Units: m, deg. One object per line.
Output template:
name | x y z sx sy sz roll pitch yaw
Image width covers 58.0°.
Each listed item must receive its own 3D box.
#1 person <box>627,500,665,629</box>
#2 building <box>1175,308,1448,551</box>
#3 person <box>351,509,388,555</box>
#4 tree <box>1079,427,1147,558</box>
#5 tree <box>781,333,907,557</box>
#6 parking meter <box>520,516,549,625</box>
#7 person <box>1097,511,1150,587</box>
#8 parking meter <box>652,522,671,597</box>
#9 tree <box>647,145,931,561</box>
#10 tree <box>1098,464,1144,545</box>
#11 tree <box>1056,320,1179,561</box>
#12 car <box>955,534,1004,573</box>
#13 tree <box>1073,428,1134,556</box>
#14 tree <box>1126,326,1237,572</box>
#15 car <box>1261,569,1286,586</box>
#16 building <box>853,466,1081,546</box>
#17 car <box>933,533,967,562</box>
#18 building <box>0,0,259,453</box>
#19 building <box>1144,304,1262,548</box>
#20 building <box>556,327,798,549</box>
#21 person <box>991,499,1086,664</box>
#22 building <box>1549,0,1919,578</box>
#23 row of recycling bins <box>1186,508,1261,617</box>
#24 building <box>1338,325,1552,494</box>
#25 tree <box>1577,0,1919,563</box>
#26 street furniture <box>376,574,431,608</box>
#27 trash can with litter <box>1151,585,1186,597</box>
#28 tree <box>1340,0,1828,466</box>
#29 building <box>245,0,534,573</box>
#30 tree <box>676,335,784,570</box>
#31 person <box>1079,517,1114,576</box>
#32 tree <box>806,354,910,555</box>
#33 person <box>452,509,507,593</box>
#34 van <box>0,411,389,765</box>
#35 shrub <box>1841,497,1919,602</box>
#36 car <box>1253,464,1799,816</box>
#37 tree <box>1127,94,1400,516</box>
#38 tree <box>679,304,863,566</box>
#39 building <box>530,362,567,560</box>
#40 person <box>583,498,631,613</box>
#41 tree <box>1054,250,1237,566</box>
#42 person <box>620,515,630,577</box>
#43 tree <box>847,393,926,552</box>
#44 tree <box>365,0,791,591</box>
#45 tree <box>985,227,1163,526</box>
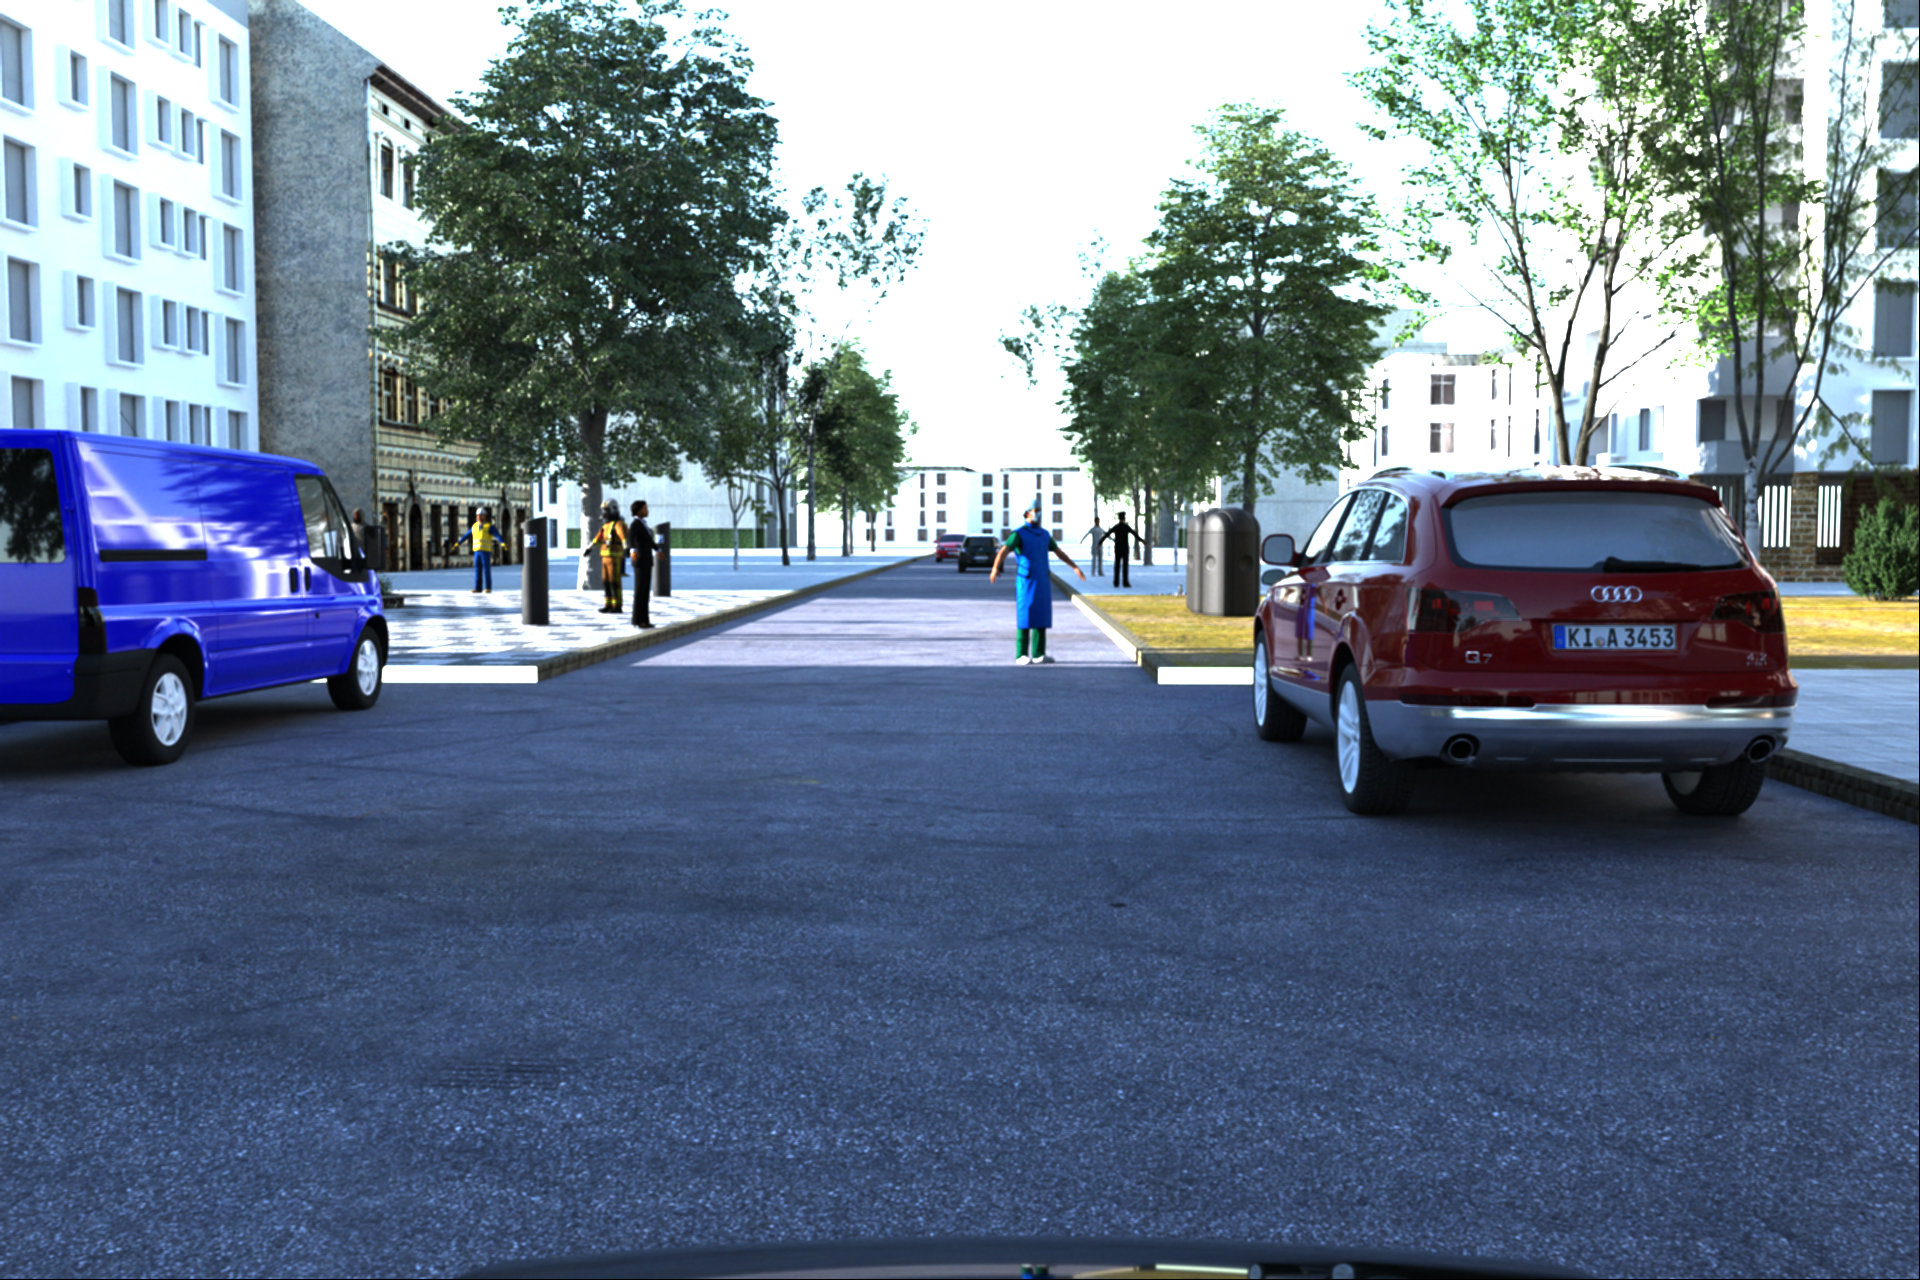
person | -4.258 -1.031 23.580 0.721 1.740 1.216 0 4 8
building | 28.007 -16.989 144.223 16.747 18.905 31.486 0 4 1
person | -12.555 -1.839 36.192 1.348 1.813 0.705 0 4 8
tree | 7.991 -8.666 92.044 4.360 8.622 3.978 0 3 0
tree | -6.656 -11.001 97.997 7.486 12.596 7.792 0 3 0
parking meter | -6.008 -0.982 24.466 0.372 1.533 0.369 0 3 0
person | 3.910 -2.193 41.787 1.347 1.837 0.705 2 4 24
parking meter | -6.124 -1.658 35.518 0.372 1.533 0.369 0 3 0
tree | -8.630 -13.943 83.857 12.611 20.169 13.585 0 3 0
tree | 20.235 -17.393 210.134 9.928 11.665 9.643 0 3 0
tree | 8.502 -9.659 83.673 9.928 11.665 9.643 0 3 0
car | 0.814 -3.416 65.643 2.009 1.686 4.222 0 4 1
tree | 8.744 -9.180 100.452 4.360 8.622 3.978 0 3 0
tree | 7.423 -6.636 58.857 4.737 8.622 4.395 0 3 0
car | 3.691 -0.349 15.293 1.945 1.707 3.694 0 4 1
building | 0.724 -16.398 212.705 28.070 9.664 9.099 0 4 4
car | -0.301 -4.900 89.158 2.155 1.783 4.494 0 4 2
building | -27.535 -11.335 41.755 16.016 20.090 11.380 0 4 1
building | 28.474 -20.947 173.413 19.493 23.208 18.063 0 4 2
building | -25.625 -18.175 163.615 16.747 18.905 31.486 0 4 2
person | 0.827 -0.651 19.225 1.347 1.817 0.704 -3 4 -38
building | 25.593 -12.354 58.405 16.016 20.090 11.380 0 4 1
row of recycling bins | 4.254 -1.306 28.465 1.069 1.692 3.534 0 4 2
building | 24.818 -8.473 80.673 9.099 9.664 28.070 0 4 2
tree | 7.951 -4.108 17.526 4.360 8.622 3.978 0 3 0
street furniture | -12.756 -1.342 28.795 9.812 1.723 11.010 2 4 27
trash can with litter | 4.828 -1.492 35.446 1.678 1.210 2.233 0 4 0
tree | 10.482 -6.343 29.468 9.928 11.665 9.643 0 3 0
building | -27.853 -14.310 64.900 19.493 23.208 18.063 0 4 2
tree | -7.955 -6.763 60.933 4.737 8.622 4.395 0 3 0
person | 4.236 -2.876 53.214 1.347 1.806 0.705 -1 4 -22
tree | -6.596 -11.652 108.636 7.486 12.596 7.792 0 3 0
person | -10.380 -1.934 37.590 1.349 1.833 0.705 1 4 17
van | -5.793 -0.491 12.408 2.240 2.365 5.245 0 4 1
shrub | 17.702 -1.751 33.052 1.690 2.028 1.600 0 3 0
car | 3.039 -0.104 10.378 2.281 1.827 5.304 0 4 2
tree | 7.876 -7.788 45.469 7.486 12.596 7.792 0 3 0
tree | -7.382 -8.327 70.567 7.601 10.594 8.767 2 4 29
building | -24.975 -9.071 90.460 9.099 9.664 28.070 0 4 2
person | -5.674 -1.367 28.113 0.705 1.858 1.354 -3 5 -42
tree | 7.246 -9.302 70.221 7.486 12.596 7.792 0 3 0
person | -10.194 -2.837 52.237 0.705 1.847 1.347 1 4 22
tree | -6.195 -12.108 123.724 9.928 11.665 9.643 0 3 0
tree | -8.510 -8.106 39.187 9.857 13.997 8.962 0 3 0
tree | 7.850 -15.541 109.989 12.611 20.169 13.585 0 3 0
